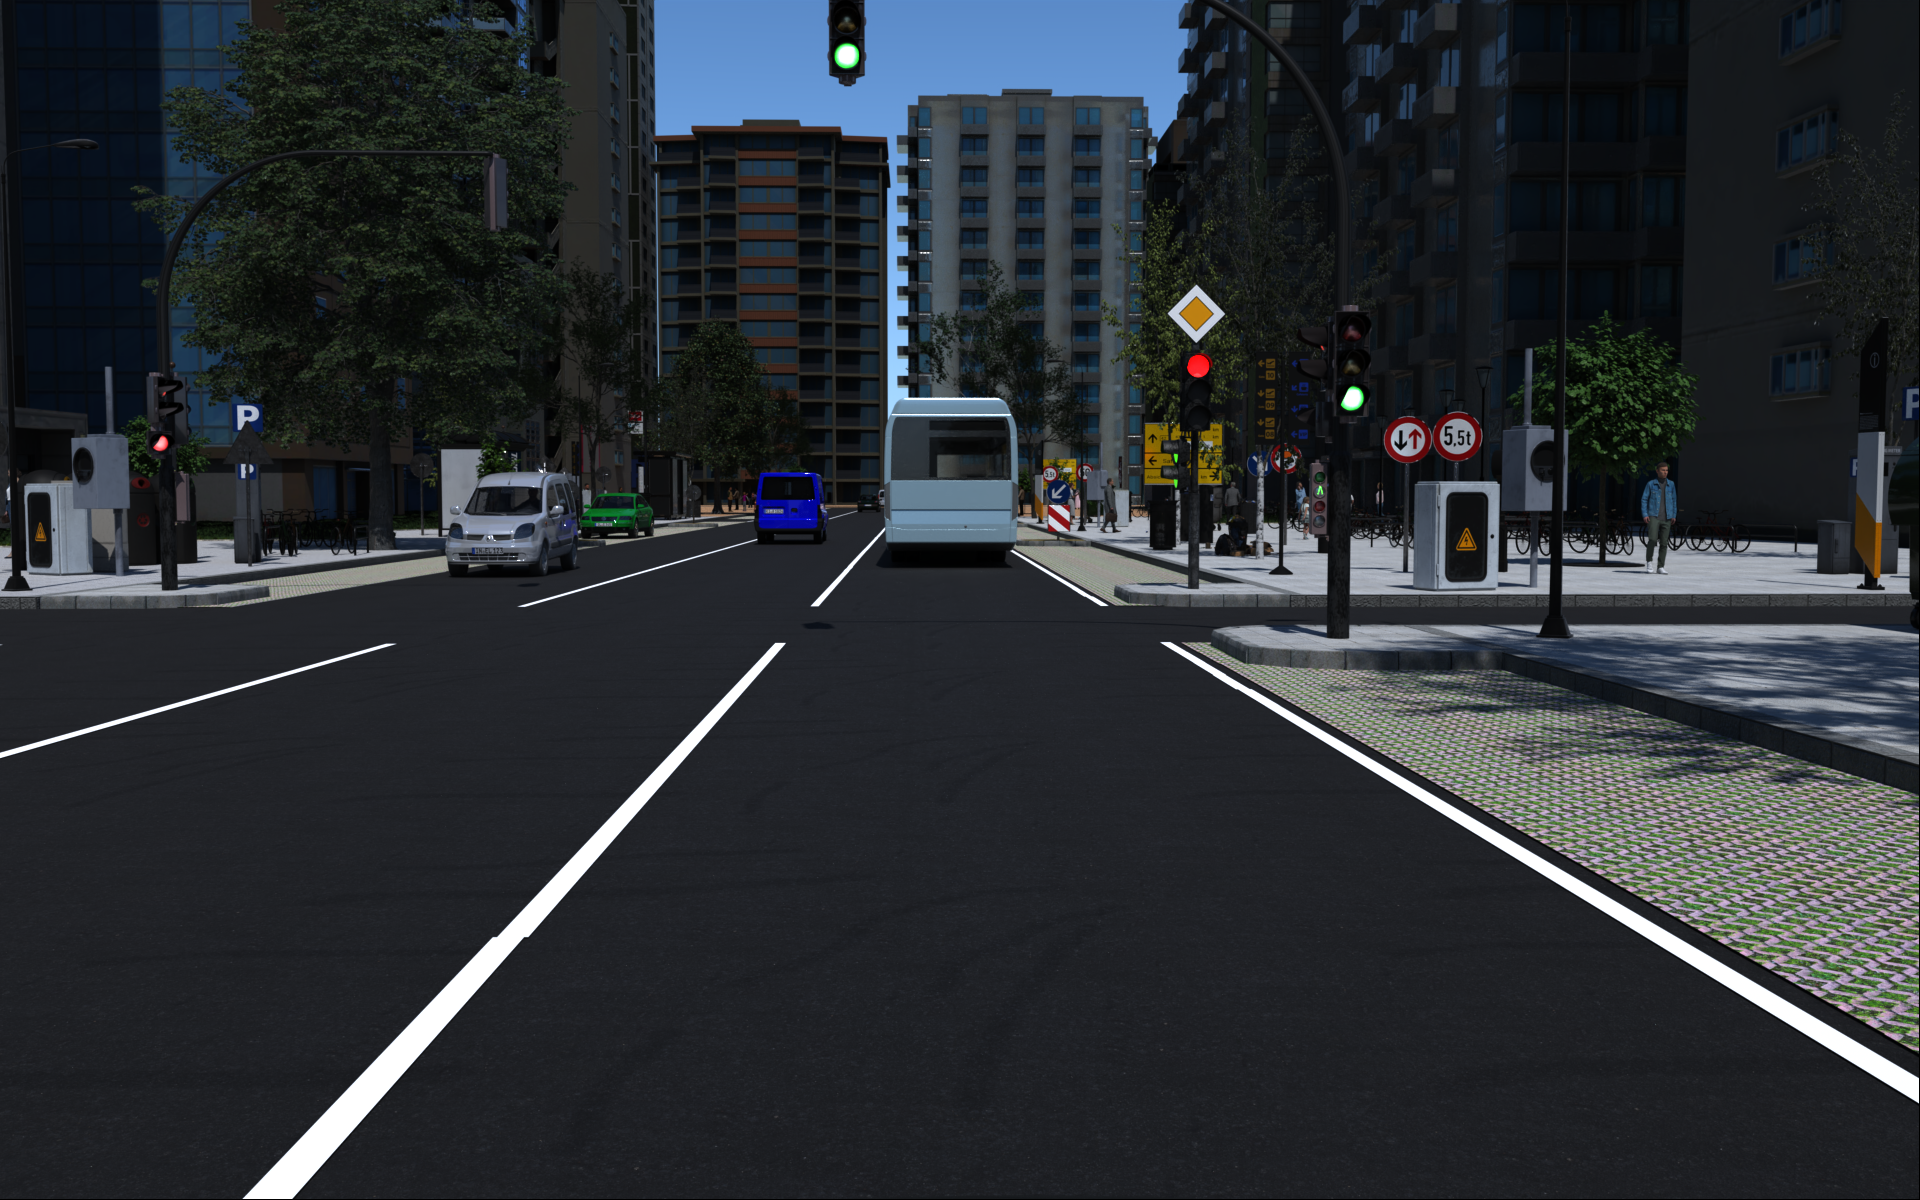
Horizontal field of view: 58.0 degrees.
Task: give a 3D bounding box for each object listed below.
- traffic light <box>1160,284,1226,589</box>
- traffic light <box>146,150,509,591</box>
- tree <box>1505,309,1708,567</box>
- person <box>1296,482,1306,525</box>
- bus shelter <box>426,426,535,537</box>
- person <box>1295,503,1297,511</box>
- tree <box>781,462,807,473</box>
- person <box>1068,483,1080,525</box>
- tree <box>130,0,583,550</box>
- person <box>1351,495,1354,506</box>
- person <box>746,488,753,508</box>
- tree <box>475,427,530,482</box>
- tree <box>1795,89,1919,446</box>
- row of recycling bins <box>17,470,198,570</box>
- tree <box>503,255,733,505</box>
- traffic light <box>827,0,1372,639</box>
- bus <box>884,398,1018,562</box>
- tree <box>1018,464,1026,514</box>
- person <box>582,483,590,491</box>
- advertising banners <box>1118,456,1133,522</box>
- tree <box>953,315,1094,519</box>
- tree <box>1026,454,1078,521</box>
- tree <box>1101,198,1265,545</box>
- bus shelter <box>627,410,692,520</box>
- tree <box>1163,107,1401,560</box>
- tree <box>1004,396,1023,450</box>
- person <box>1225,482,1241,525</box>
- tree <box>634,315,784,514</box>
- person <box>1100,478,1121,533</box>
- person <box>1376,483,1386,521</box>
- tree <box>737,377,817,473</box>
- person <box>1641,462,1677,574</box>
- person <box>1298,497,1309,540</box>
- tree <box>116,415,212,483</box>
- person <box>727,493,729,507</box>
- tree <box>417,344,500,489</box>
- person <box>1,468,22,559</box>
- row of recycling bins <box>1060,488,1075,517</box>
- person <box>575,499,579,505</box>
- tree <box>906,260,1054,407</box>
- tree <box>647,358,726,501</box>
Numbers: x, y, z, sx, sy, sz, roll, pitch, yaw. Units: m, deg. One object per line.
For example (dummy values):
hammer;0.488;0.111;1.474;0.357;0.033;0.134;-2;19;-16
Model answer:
traffic light;3.141;-2.104;23.323;0.839;4.253;0.868;0;4;-1
traffic light;-8.427;-2.959;23.053;4.771;5.953;1.251;0;4;-1
tree;11.503;-2.889;30.950;4.285;4.588;4.351;0;3;0
person;14.144;-4.013;71.914;0.793;1.790;0.793;1;4;16
bus shelter;-14.883;-3.684;54.153;2.014;3.302;5.546;0;4;-1
person;18.228;-5.314;93.285;0.624;1.780;0.694;0;4;1
tree;-16.656;-11.684;174.750;4.285;4.588;4.351;0;3;0
person;4.728;-4.011;72.190;0.524;1.755;0.480;-1;4;-16
tree;-13.405;-8.117;39.362;9.857;13.997;8.962;0;3;0
person;14.910;-3.562;66.875;0.503;1.515;0.523;-3;4;-38
person;-19.614;-9.531;161.893;1.348;1.822;0.705;-3;4;-36
tree;-13.531;-3.385;49.952;1.663;3.219;1.824;0;3;0
tree;17.684;-5.026;32.533;4.360;8.622;3.978;0;3;0
row of recycling bins;-15.108;-1.444;30.722;1.069;1.692;3.534;1;4;21
tree;-14.827;-8.209;68.627;8.767;10.594;7.601;2;4;35
traffic light;1.252;-2.476;15.146;4.771;5.953;1.251;0;4;-1
bus;-0.320;-2.744;39.731;2.948;3.499;13.247;0;4;-1
tree;4.207;-7.095;110.608;1.663;3.219;1.824;0;3;0
person;-18.468;-4.887;85.929;0.794;1.824;0.713;0;4;-8
advertising banners;7.567;-5.088;79.378;0.090;3.025;2.074;-1;4;-11
tree;3.597;-9.568;90.852;7.601;10.594;8.767;1;4;22
tree;4.473;-5.317;81.540;1.663;3.219;1.824;0;3;0
tree;5.477;-5.674;43.128;4.737;8.622;4.395;0;3;0
bus shelter;-14.887;-6.602;85.576;2.179;5.291;8.768;0;4;-2
tree;6.106;-5.095;33.662;4.360;8.622;3.978;0;3;0
tree;2.839;-10.974;129.781;4.360;8.622;3.978;0;3;0
person;11.170;-3.959;71.162;0.661;1.777;0.834;0;4;-5
tree;-15.615;-11.854;110.828;9.611;12.733;9.660;0;3;0
person;4.988;-3.125;57.241;0.767;1.812;0.694;0;4;-5
person;17.005;-3.851;69.670;0.598;1.740;0.731;0;4;-3
tree;-15.570;-12.471;138.317;8.767;10.594;7.601;1;4;9
person;11.196;-1.307;27.748;0.601;1.785;0.444;0;4;4
person;9.693;-2.314;48.899;0.382;1.210;0.505;-2;4;-30
tree;-29.009;-4.836;62.776;4.285;4.588;4.351;0;3;0
person;-22.994;-10.217;173.541;0.568;1.767;0.683;1;4;11
tree;-23.255;-7.904;79.588;4.737;8.622;4.395;0;3;0
person;-18.846;-1.751;34.689;0.581;1.822;0.654;3;5;44
row of recycling bins;5.516;-5.104;90.564;1.069;1.692;3.534;0;4;4
person;-28.907;-7.583;130.550;0.617;1.759;0.750;-1;4;-9
tree;1.820;-17.545;142.755;12.611;20.169;13.585;0;3;0
tree;-14.786;-8.734;93.157;4.360;8.622;3.978;0;3;0
